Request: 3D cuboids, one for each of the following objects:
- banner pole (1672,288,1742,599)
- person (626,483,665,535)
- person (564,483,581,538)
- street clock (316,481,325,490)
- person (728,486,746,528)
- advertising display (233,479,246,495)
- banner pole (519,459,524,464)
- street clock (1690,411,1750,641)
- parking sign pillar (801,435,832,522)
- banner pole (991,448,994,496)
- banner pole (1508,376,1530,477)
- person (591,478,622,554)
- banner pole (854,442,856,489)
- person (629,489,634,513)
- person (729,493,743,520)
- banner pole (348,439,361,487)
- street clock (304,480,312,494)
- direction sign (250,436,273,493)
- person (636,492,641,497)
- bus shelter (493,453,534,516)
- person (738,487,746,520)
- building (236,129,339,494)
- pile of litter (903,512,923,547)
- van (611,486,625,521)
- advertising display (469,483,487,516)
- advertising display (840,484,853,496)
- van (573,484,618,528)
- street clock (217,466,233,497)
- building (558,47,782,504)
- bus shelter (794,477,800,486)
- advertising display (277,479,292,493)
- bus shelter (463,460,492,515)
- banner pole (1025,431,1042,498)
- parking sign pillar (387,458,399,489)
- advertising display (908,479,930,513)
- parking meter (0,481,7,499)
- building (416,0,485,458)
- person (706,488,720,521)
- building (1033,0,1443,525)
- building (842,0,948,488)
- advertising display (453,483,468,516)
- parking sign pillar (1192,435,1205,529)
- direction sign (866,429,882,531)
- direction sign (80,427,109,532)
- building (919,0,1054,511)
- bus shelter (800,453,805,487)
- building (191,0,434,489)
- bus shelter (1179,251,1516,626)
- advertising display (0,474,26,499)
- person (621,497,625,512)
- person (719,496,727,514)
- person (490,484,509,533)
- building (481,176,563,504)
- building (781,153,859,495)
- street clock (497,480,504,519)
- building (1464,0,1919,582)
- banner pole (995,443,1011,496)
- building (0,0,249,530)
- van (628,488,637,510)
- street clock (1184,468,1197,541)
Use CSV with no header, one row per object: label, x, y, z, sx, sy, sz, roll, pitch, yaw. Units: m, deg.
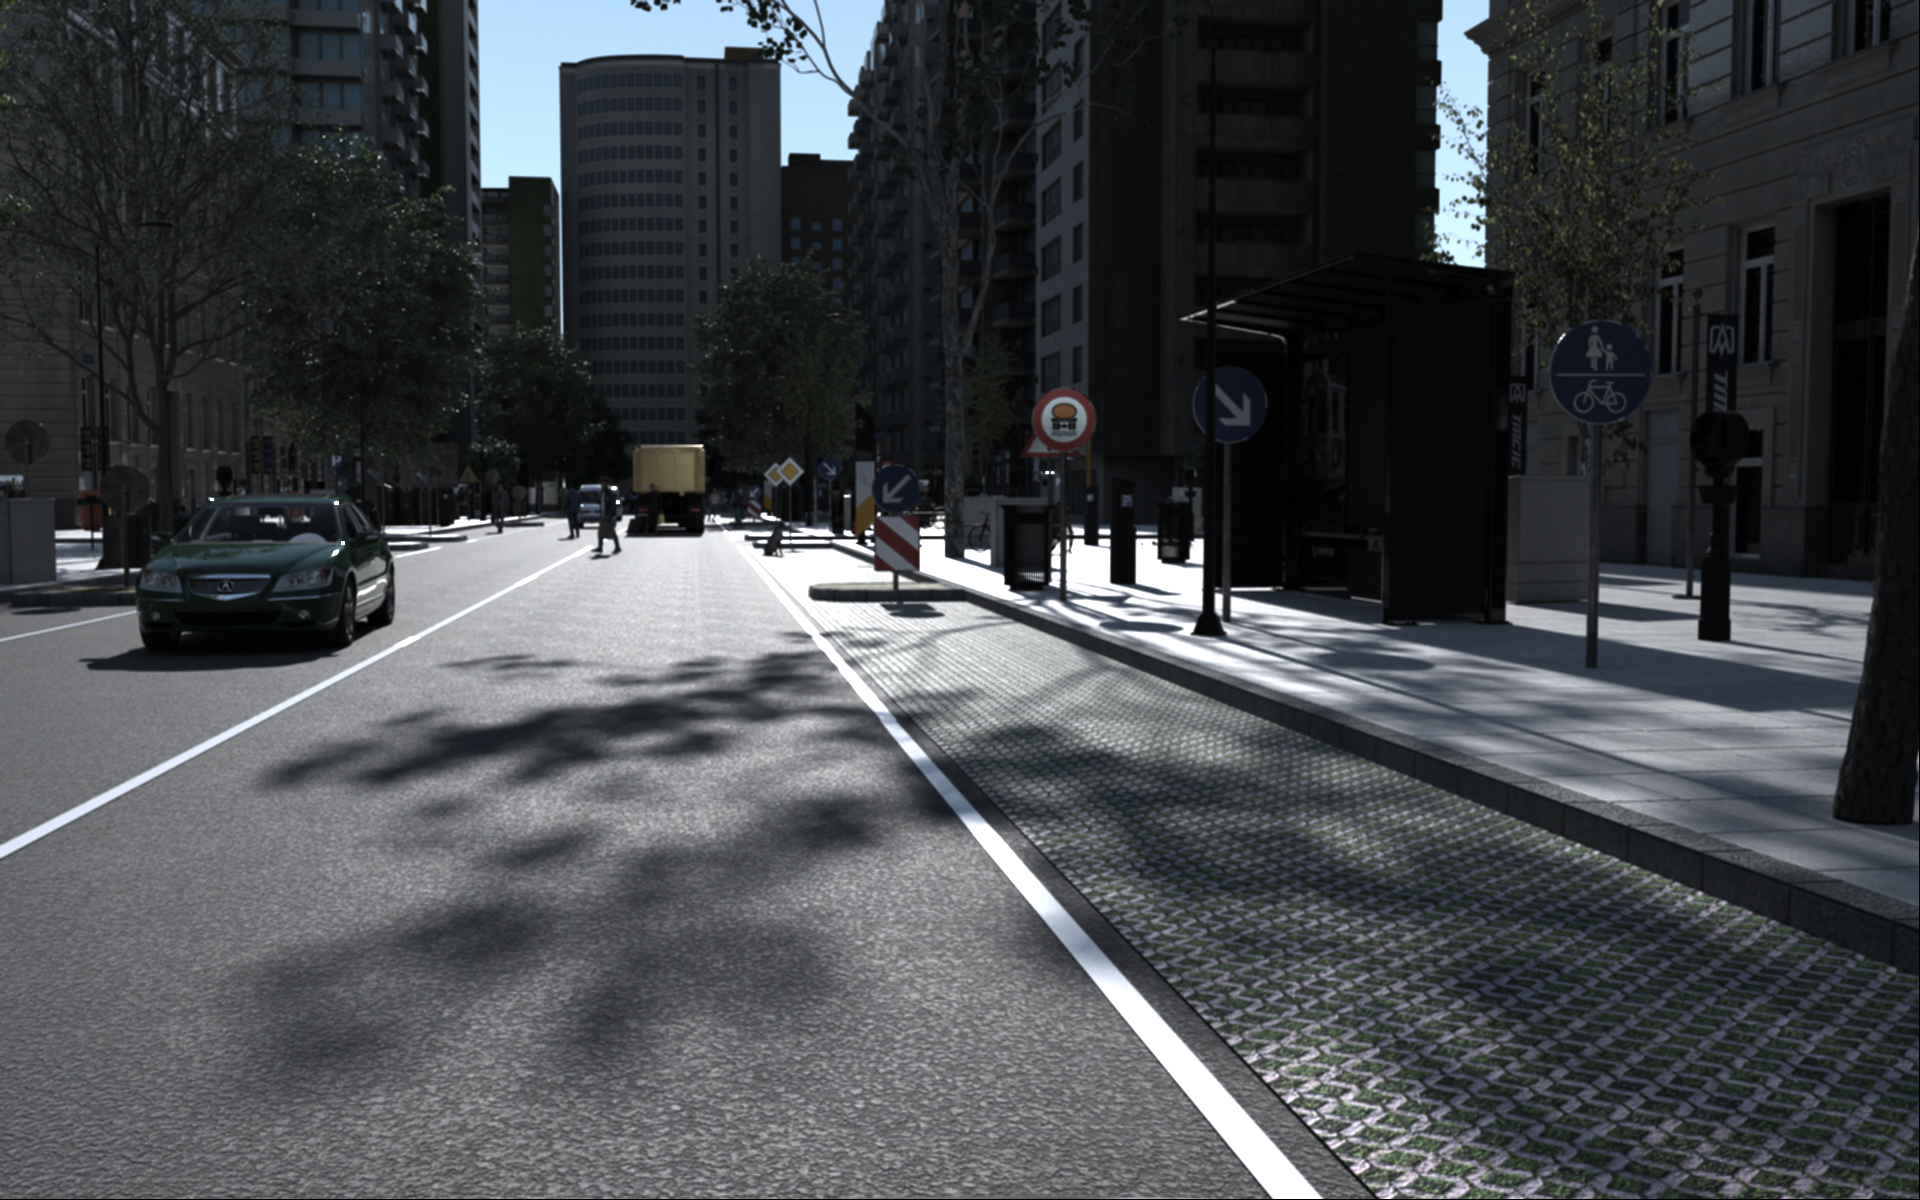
banner pole,9.183,-1.909,21.237,0.863,3.779,0.401,-1,4,-17
person,-10.979,-3.177,60.666,1.509,1.804,0.699,3,5,44
person,-12.727,-2.952,56.955,0.419,1.800,0.721,3,4,37
street clock,-36.058,-5.697,97.723,0.358,2.002,0.471,1,4,18
person,-9.263,-3.858,71.919,0.721,1.781,0.623,0,4,-5
advertising display,-31.020,-4.246,74.629,0.123,1.923,0.974,0,4,2
banner pole,-28.857,-7.576,113.879,0.401,3.779,0.863,1,4,14
street clock,6.624,-0.647,15.152,0.358,2.002,0.471,-1,4,-20
parking sign pillar,-6.590,-5.573,79.595,1.447,3.967,1.447,2,4,32
banner pole,1.938,-6.308,93.152,0.863,3.779,0.401,-2,4,-34
banner pole,10.239,-2.584,32.271,0.863,3.779,0.401,-1,4,-23
person,-8.420,-2.009,41.333,0.713,1.824,0.794,-2,4,-29
banner pole,-4.996,-5.717,83.488,0.401,3.779,0.863,-1,4,-16
person,-25.014,-7.546,131.868,0.705,1.826,1.348,-1,4,-12
person,-12.253,-5.228,94.465,0.782,1.767,0.515,2,4,29
banner pole,-27.598,-5.444,79.028,0.863,3.779,0.401,-1,4,-20
street clock,-34.189,-5.279,90.886,0.358,2.002,0.471,0,4,-2
direction sign,-27.240,-4.623,67.588,0.379,3.537,0.876,3,5,39
person,-16.463,-4.941,89.469,0.473,1.802,0.592,2,4,27
bus shelter,-26.364,-6.814,102.691,1.731,3.624,6.357,-1,4,-9
person,-12.210,-5.361,96.178,0.660,1.820,0.620,3,4,38
building,-43.398,-15.579,96.513,13.314,21.916,24.055,-1,4,-9
pile of litter,-1.485,-1.739,42.403,1.176,0.858,1.719,0,4,-2
van,-18.969,-5.245,92.767,2.013,2.044,4.112,-1,4,-10
advertising display,-27.620,-5.772,99.579,0.974,1.923,0.123,1,4,20
advertising display,-7.130,-6.364,109.262,0.974,1.923,0.123,-3,5,-43
van,-15.589,-4.094,73.946,2.013,2.044,4.112,-1,4,-8
street clock,-18.878,-2.443,44.507,0.471,2.002,0.358,3,5,44
building,-38.327,-42.122,230.696,28.212,58.520,21.231,-1,4,-9
bus shelter,-11.715,-7.819,121.764,2.014,3.302,5.546,-1,4,-9
advertising display,-28.238,-4.129,72.730,0.123,1.923,0.974,2,4,24
bus shelter,-29.764,-7.148,108.153,1.731,3.624,6.357,-1,4,-9
banner pole,2.901,-4.846,69.256,0.863,3.779,0.401,0,4,1
parking sign pillar,-30.898,-6.496,94.683,1.447,3.967,1.447,-3,5,-40
advertising display,-1.742,-4.142,72.930,0.974,1.923,0.123,-1,4,-10
parking meter,-18.023,-1.466,32.380,0.372,1.533,0.369,0,3,0
building,-63.609,-38.785,176.141,28.212,58.520,21.231,-1,4,-9
person,-13.007,-4.983,90.651,0.731,1.740,0.598,-3,5,-42
building,11.377,-18.563,75.200,14.107,30.474,14.160,-1,4,-9
building,0.109,-34.343,181.108,23.786,49.044,30.456,-1,4,-9
advertising display,-28.773,-5.801,100.063,0.974,1.923,0.123,-1,4,-19
parking sign pillar,9.016,-4.616,63.946,1.447,3.967,1.447,2,4,33
direction sign,-3.158,-4.171,60.195,0.876,3.537,0.379,0,4,-8
direction sign,-29.162,-4.064,58.436,0.876,3.537,0.379,0,4,-6
building,9.660,-28.303,117.376,22.147,44.769,28.867,-1,4,-9
bus shelter,-8.656,-6.733,101.366,1.731,3.624,6.357,-1,4,-9
building,-54.828,-31.694,137.803,23.786,49.044,30.456,-1,4,-9
bus shelter,4.195,-1.754,19.964,1.731,3.624,6.357,-1,4,-9
advertising display,-30.145,-3.042,54.948,0.123,1.923,0.974,2,4,30
person,-27.766,-7.946,141.643,0.697,1.427,0.421,2,4,26
person,-17.157,-6.884,125.301,0.590,1.304,0.306,2,4,29
person,-17.132,-3.414,64.418,0.694,1.812,0.767,0,4,4
building,-59.257,-33.104,224.837,14.086,41.232,14.154,-1,4,-9
building,-16.894,-35.543,231.241,14.200,45.320,14.600,-1,4,-9
street clock,-23.944,-5.245,90.324,0.358,2.002,0.471,0,4,-1
building,18.623,-13.973,25.719,12.463,27.353,25.104,-1,4,-9
banner pole,2.236,-5.764,84.259,0.401,3.779,0.863,-2,4,-31
building,-39.035,-16.815,72.194,12.463,27.353,25.104,-1,4,-9
van,-28.251,-9.129,153.638,2.240,2.365,5.245,-1,4,-9
street clock,6.302,-2.617,47.366,0.358,2.002,0.471,1,4,20
